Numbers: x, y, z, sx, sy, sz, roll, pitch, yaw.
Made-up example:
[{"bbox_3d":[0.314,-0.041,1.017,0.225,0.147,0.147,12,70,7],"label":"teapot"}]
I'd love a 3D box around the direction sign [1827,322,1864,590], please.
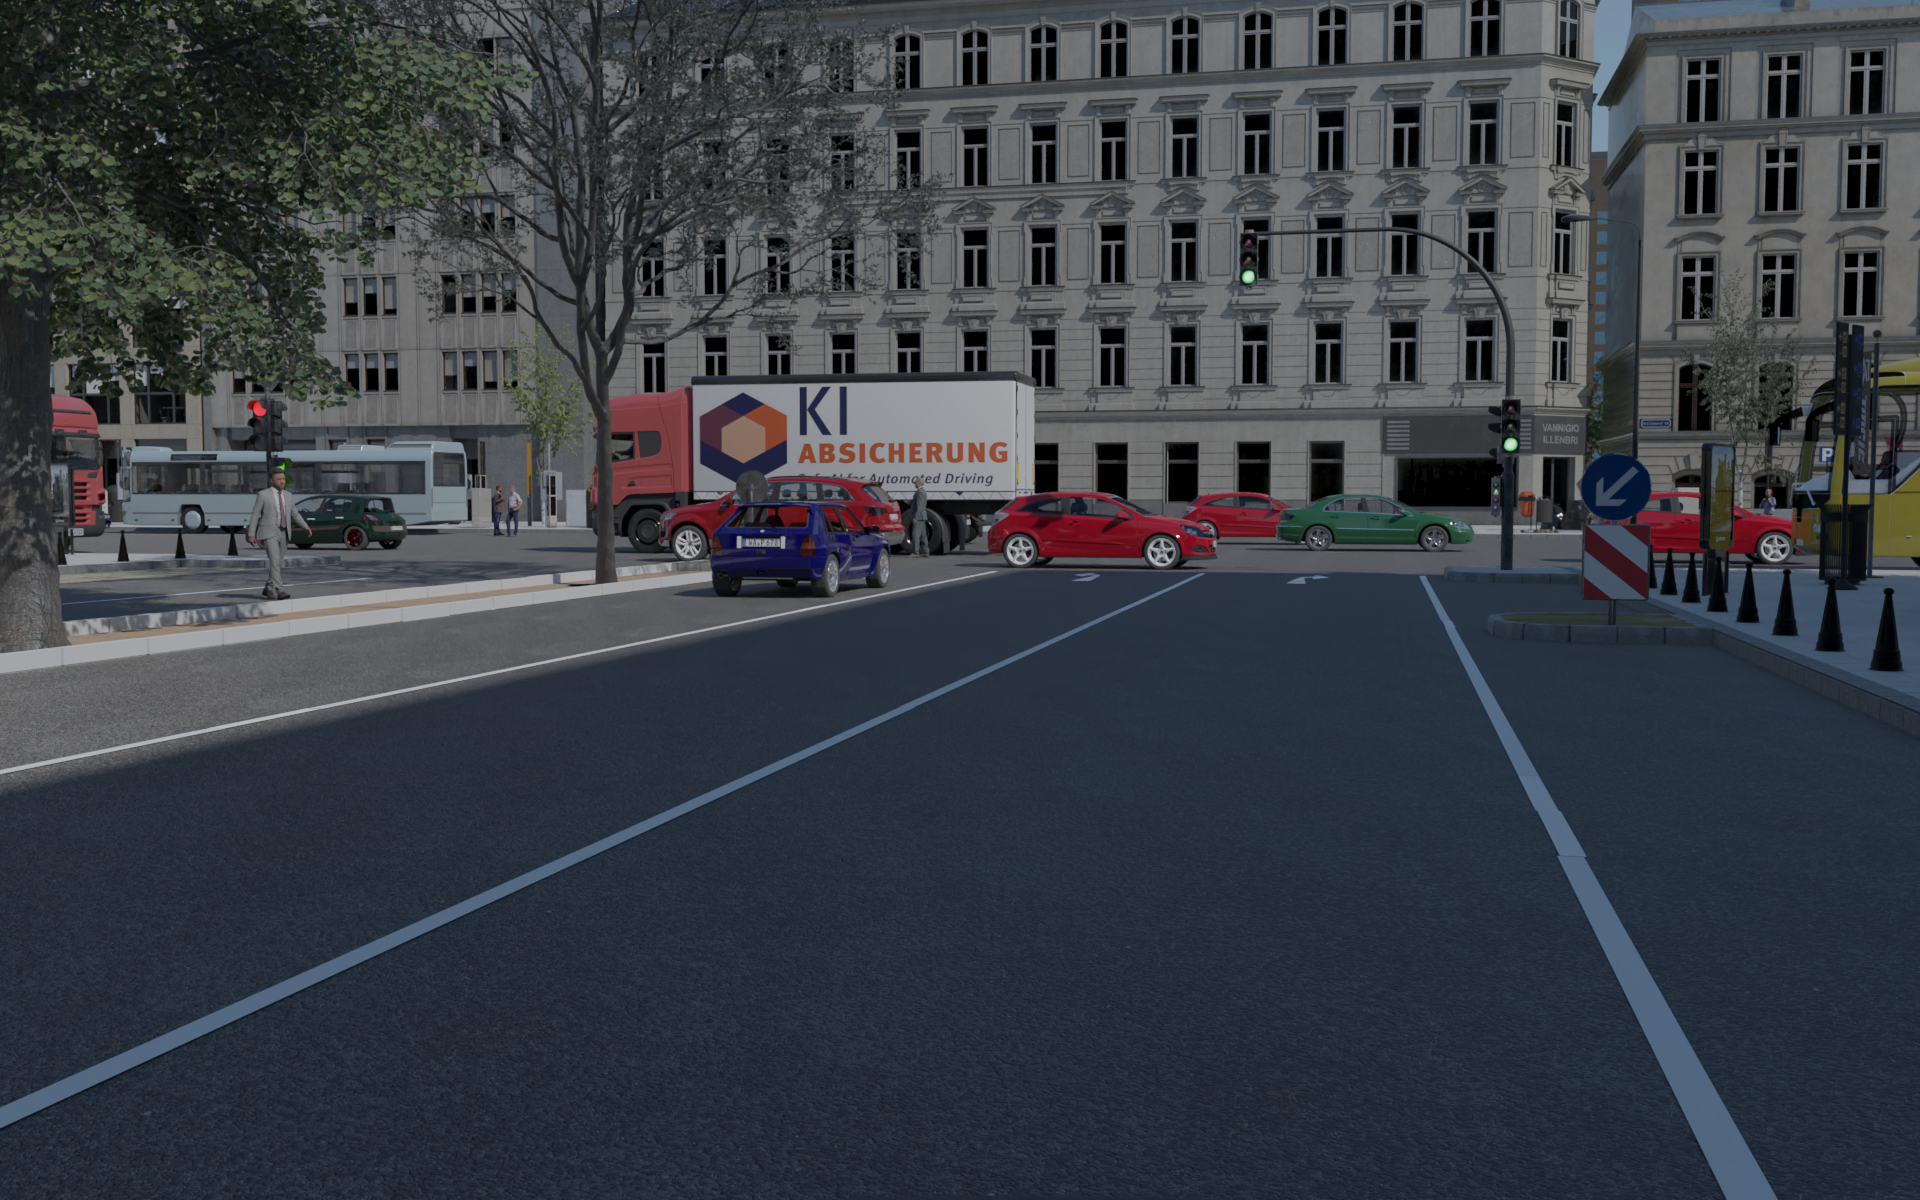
[{"bbox_3d":[11.840,-1.904,23.131,0.876,3.537,0.379,-3,5,-43],"label":"direction sign"}]

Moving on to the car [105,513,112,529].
[{"bbox_3d":[-32.173,-2.983,61.354,3.894,1.354,1.945,1,4,14],"label":"car"}]

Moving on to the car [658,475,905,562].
[{"bbox_3d":[-3.814,-1.708,36.597,5.304,1.827,2.281,1,4,15],"label":"car"}]

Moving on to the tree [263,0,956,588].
[{"bbox_3d":[-5.443,-6.927,26.090,12.009,13.543,11.850,0,3,0],"label":"tree"}]

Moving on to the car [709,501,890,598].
[{"bbox_3d":[-2.258,-0.788,25.463,1.945,1.354,3.894,1,4,14],"label":"car"}]

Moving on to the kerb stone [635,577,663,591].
[{"bbox_3d":[-4.738,-0.229,25.936,0.120,0.150,1.000,1,4,14],"label":"kerb stone"}]

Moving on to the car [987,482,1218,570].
[{"bbox_3d":[2.782,-1.515,33.818,4.494,1.783,2.155,1,4,15],"label":"car"}]

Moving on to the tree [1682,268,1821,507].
[{"bbox_3d":[25.331,-6.455,55.906,4.360,8.622,3.978,0,3,0],"label":"tree"}]

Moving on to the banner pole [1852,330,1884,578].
[{"bbox_3d":[13.970,-2.244,26.700,0.401,3.779,0.863,0,4,2],"label":"banner pole"}]

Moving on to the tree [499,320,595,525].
[{"bbox_3d":[-17.305,-7.481,72.679,4.737,8.622,4.395,0,3,0],"label":"tree"}]

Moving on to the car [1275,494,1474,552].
[{"bbox_3d":[10.483,-1.963,43.891,4.920,1.459,2.131,1,4,12],"label":"car"}]

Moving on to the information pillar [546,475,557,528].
[{"bbox_3d":[-15.566,-3.762,65.994,0.304,2.012,0.304,-3,4,-38],"label":"information pillar"}]

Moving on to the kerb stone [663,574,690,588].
[{"bbox_3d":[-4.487,-0.290,26.930,0.120,0.150,1.000,1,4,14],"label":"kerb stone"}]

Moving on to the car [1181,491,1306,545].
[{"bbox_3d":[8.553,-2.483,49.635,4.494,1.783,2.155,1,4,13],"label":"car"}]

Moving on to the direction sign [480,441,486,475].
[{"bbox_3d":[-20.572,-5.061,74.737,0.379,3.537,0.876,0,4,-3],"label":"direction sign"}]

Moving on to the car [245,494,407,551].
[{"bbox_3d":[-16.411,-2.147,44.887,4.222,1.686,2.009,1,4,15],"label":"car"}]

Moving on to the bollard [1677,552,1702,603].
[{"bbox_3d":[8.651,-0.271,20.474,0.229,0.601,0.229,0,3,0],"label":"bollard"}]

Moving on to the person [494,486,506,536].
[{"bbox_3d":[-15.859,-3.083,59.733,0.431,1.722,0.655,0,4,-6],"label":"person"}]

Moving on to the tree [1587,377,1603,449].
[{"bbox_3d":[38.310,-9.225,101.185,4.360,8.622,3.978,0,3,0],"label":"tree"}]

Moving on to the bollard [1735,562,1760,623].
[{"bbox_3d":[7.886,-0.078,17.319,0.229,0.601,0.229,0,3,0],"label":"bollard"}]

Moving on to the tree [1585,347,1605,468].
[{"bbox_3d":[31.677,-8.410,87.867,4.737,8.622,4.395,0,3,0],"label":"tree"}]

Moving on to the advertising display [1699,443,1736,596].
[{"bbox_3d":[9.656,-1.032,22.087,0.123,1.923,0.974,3,5,41],"label":"advertising display"}]

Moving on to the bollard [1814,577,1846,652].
[{"bbox_3d":[7.125,0.115,14.167,0.229,0.601,0.229,0,3,0],"label":"bollard"}]

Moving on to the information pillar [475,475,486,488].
[{"bbox_3d":[-18.495,-3.816,66.877,0.304,2.012,0.304,2,4,33],"label":"information pillar"}]

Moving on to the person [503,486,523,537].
[{"bbox_3d":[-15.030,-2.978,58.127,0.436,1.711,0.756,-3,5,-42],"label":"person"}]

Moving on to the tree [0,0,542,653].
[{"bbox_3d":[-8.527,-6.506,15.491,9.857,13.997,8.962,0,3,0],"label":"tree"}]

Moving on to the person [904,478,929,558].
[{"bbox_3d":[-0.992,-1.856,39.019,0.590,1.801,0.661,0,4,7],"label":"person"}]

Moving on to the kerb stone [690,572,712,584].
[{"bbox_3d":[-4.256,-0.351,27.936,0.120,0.150,1.000,1,4,14],"label":"kerb stone"}]

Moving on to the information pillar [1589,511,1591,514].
[{"bbox_3d":[39.486,-6.385,108.884,0.304,2.012,0.304,-1,4,-19],"label":"information pillar"}]

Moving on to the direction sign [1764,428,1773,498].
[{"bbox_3d":[27.802,-4.135,59.605,0.379,3.537,0.876,1,4,11],"label":"direction sign"}]

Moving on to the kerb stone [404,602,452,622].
[{"bbox_3d":[-6.184,0.142,19.917,0.120,0.150,1.000,1,4,14],"label":"kerb stone"}]

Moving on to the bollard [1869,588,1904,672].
[{"bbox_3d":[6.750,0.210,12.601,0.229,0.601,0.229,0,3,0],"label":"bollard"}]

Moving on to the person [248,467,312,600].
[{"bbox_3d":[-9.240,-0.895,23.412,0.850,1.792,0.678,3,4,36],"label":"person"}]

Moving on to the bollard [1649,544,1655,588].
[{"bbox_3d":[9.408,-0.463,23.616,0.229,0.601,0.229,0,3,0],"label":"bollard"}]

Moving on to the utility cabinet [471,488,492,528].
[{"bbox_3d":[-18.076,-3.475,65.497,0.318,1.500,1.173,0,4,7],"label":"utility cabinet"}]

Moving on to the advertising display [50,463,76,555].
[{"bbox_3d":[-19.115,-1.933,36.825,0.974,1.923,0.123,3,4,37],"label":"advertising display"}]

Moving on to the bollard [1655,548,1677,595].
[{"bbox_3d":[9.031,-0.368,22.050,0.229,0.601,0.229,0,3,0],"label":"bollard"}]

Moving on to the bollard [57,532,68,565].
[{"bbox_3d":[-16.251,-0.932,31.283,0.229,0.601,0.229,0,3,0],"label":"bollard"}]

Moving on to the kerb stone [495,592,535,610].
[{"bbox_3d":[-5.703,0.017,21.924,0.120,0.150,1.000,1,4,14],"label":"kerb stone"}]

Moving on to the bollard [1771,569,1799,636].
[{"bbox_3d":[7.504,0.019,15.732,0.229,0.601,0.229,0,3,0],"label":"bollard"}]

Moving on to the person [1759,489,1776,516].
[{"bbox_3d":[23.016,-2.370,49.314,0.319,1.574,0.516,-1,4,-22],"label":"person"}]

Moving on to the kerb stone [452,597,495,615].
[{"bbox_3d":[-5.949,0.084,20.923,0.120,0.150,1.000,1,4,14],"label":"kerb stone"}]

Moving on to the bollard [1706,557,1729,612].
[{"bbox_3d":[8.266,-0.174,18.884,0.229,0.601,0.229,0,3,0],"label":"bollard"}]

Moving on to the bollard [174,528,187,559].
[{"bbox_3d":[-15.498,-1.124,34.416,0.229,0.601,0.229,0,3,0],"label":"bollard"}]

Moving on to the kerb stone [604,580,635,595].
[{"bbox_3d":[-4.979,-0.167,24.927,0.120,0.150,1.000,1,4,14],"label":"kerb stone"}]

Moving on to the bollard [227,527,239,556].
[{"bbox_3d":[-15.116,-1.220,35.989,0.229,0.601,0.229,0,3,0],"label":"bollard"}]

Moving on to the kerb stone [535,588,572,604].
[{"bbox_3d":[-5.459,-0.045,22.926,0.120,0.150,1.000,1,4,14],"label":"kerb stone"}]

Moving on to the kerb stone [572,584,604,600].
[{"bbox_3d":[-5.227,-0.106,23.931,0.120,0.150,1.000,1,4,14],"label":"kerb stone"}]

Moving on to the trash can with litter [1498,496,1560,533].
[{"bbox_3d":[18.955,-2.837,57.437,2.233,1.210,1.678,0,4,3],"label":"trash can with litter"}]

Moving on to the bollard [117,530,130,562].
[{"bbox_3d":[-15.877,-1.028,32.851,0.229,0.601,0.229,0,3,0],"label":"bollard"}]

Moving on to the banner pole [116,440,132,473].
[{"bbox_3d":[-39.196,-5.576,81.189,0.401,3.779,0.863,3,5,44],"label":"banner pole"}]

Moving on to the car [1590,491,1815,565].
[{"bbox_3d":[15.469,-1.660,36.190,4.494,1.783,2.155,1,4,15],"label":"car"}]

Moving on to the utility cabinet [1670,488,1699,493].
[{"bbox_3d":[24.904,-3.113,59.579,1.173,1.500,0.318,-2,4,-32],"label":"utility cabinet"}]
